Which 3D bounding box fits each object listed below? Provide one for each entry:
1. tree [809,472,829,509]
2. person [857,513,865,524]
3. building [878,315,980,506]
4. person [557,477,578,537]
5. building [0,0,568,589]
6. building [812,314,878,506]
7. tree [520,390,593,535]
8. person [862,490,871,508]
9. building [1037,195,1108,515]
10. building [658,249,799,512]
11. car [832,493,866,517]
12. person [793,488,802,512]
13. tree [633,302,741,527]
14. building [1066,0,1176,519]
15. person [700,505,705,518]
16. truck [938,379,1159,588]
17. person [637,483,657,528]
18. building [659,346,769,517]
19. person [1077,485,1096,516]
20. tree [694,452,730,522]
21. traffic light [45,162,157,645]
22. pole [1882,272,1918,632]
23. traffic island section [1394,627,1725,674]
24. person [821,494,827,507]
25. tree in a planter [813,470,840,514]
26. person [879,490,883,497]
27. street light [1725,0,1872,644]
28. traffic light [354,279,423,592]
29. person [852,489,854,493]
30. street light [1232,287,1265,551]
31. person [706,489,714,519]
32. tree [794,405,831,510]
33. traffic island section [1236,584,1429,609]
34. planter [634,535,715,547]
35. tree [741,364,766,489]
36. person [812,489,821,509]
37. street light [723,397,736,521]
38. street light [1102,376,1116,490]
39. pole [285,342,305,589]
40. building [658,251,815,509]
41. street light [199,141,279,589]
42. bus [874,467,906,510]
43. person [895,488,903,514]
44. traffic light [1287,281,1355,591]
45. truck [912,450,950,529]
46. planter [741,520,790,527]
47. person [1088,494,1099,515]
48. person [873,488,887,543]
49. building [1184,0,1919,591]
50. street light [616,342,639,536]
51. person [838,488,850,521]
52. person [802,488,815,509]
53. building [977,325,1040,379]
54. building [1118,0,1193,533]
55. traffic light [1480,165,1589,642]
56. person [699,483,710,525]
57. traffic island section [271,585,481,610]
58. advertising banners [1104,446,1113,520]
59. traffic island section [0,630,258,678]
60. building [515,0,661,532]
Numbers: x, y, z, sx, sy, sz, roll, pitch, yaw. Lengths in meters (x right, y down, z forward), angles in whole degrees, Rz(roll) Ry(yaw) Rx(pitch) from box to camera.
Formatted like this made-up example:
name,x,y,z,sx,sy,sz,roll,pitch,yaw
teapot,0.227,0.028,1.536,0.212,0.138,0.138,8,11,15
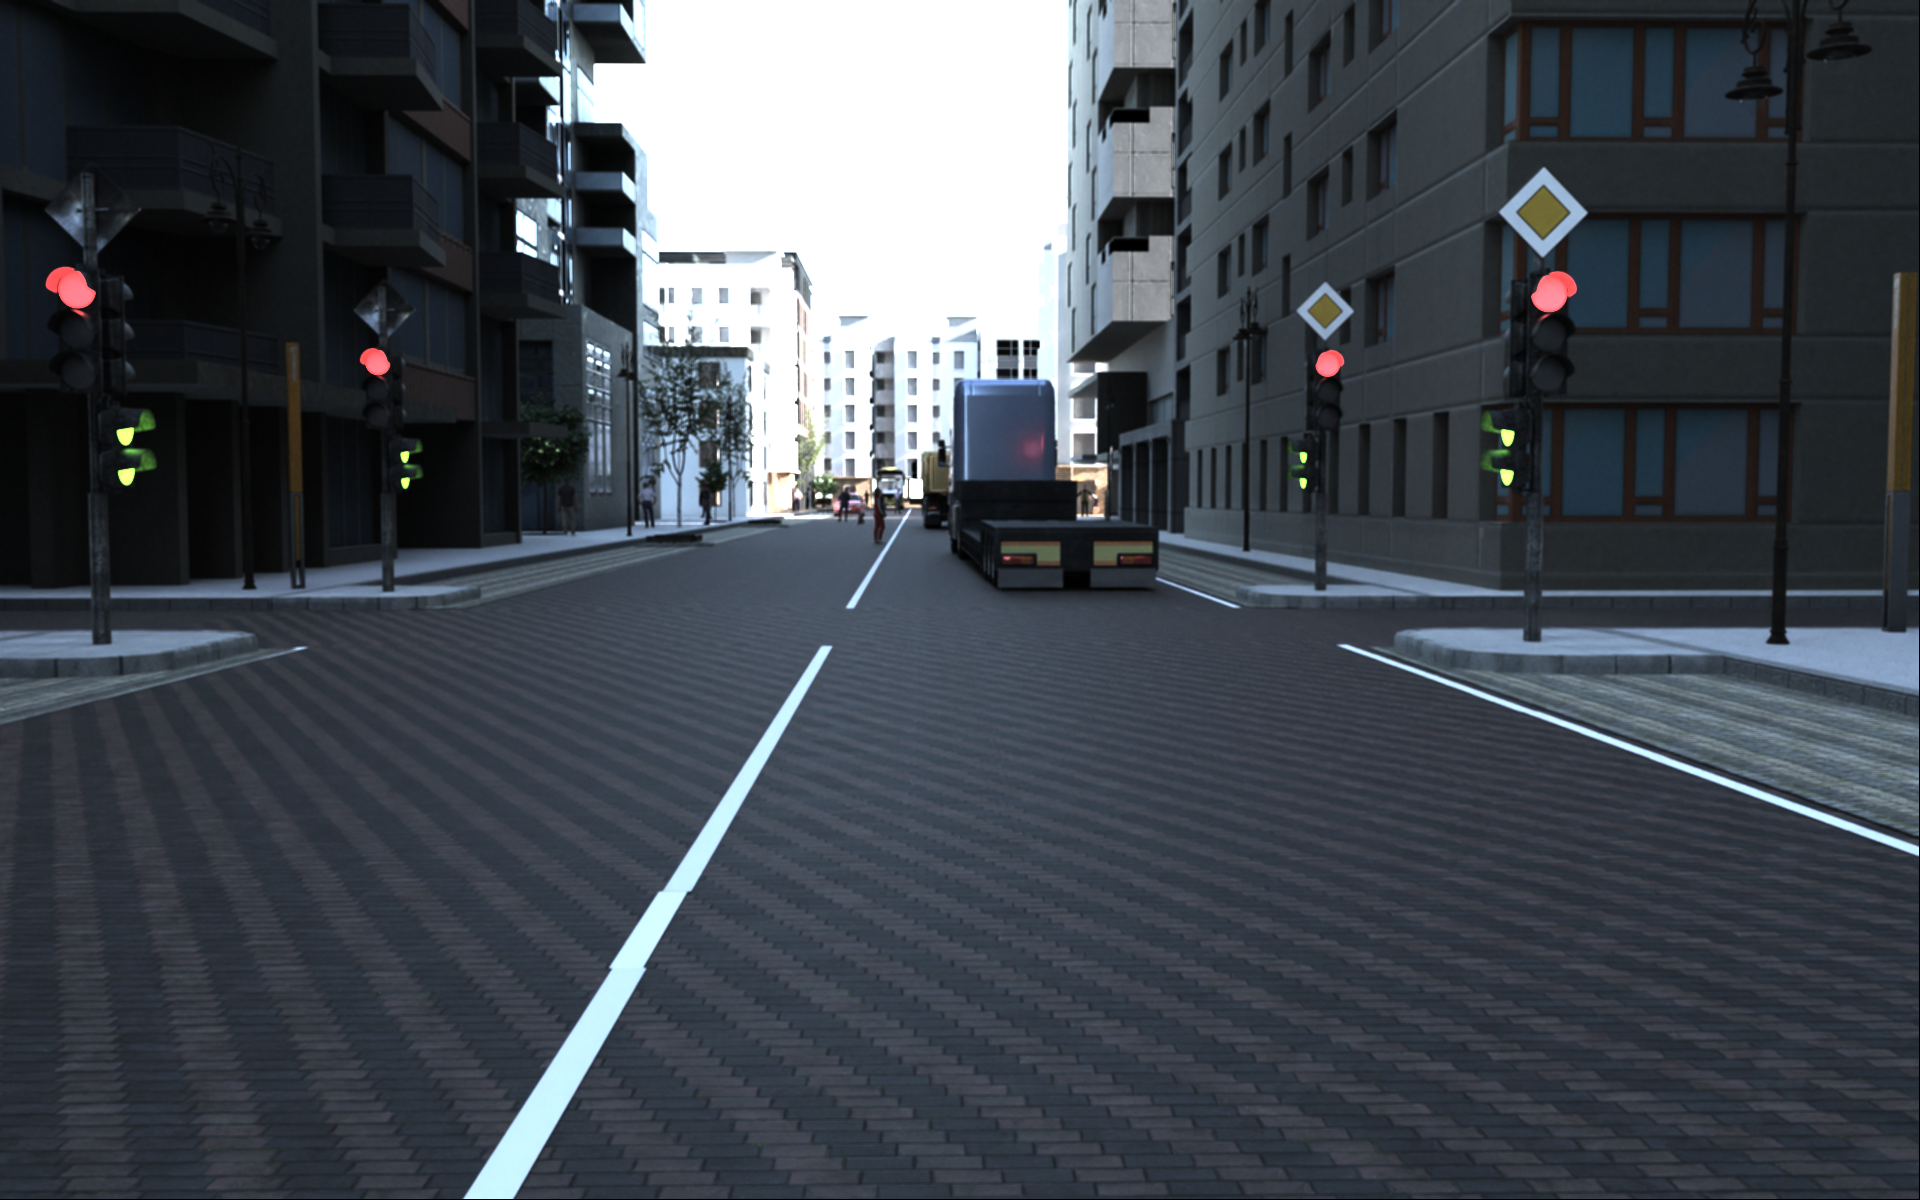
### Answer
name,x,y,z,sx,sy,sz,roll,pitch,yaw
tree,-12.597,-9.701,153.220,1.663,3.219,1.824,0,3,0
person,-4.719,-3.863,82.140,0.357,0.543,0.381,1,4,12
building,-3.714,-20.376,189.562,11.380,20.091,16.016,0,4,-1
person,-11.808,-2.813,52.166,0.598,1.807,0.434,0,4,2
building,-20.843,-23.280,35.249,22.147,44.769,28.867,0,4,-1
building,-15.143,-20.322,188.684,11.380,20.091,16.016,0,4,-1
tree,-13.218,-4.348,54.796,4.285,4.588,4.351,0,3,0
person,-9.311,-10.099,173.636,1.348,1.822,0.705,2,4,25
building,13.176,-15.673,112.675,16.016,20.091,11.380,0,4,-1
building,-20.375,-16.832,131.620,16.016,20.091,11.380,0,4,-1
car,-7.073,-6.239,111.041,2.155,1.783,4.494,0,4,1
person,-11.636,-7.122,123.422,0.756,1.711,0.436,3,4,36
tree,-10.896,-7.143,67.147,4.360,8.622,3.978,0,3,0
building,19.637,-30.243,83.711,28.713,52.752,27.495,0,4,-1
person,-13.872,-5.348,94.410,0.541,1.710,0.530,2,4,35
truck,1.306,-2.753,34.766,2.967,4.110,18.799,0,4,-3
person,-11.995,-3.630,66.325,0.756,1.711,0.436,-1,4,-11
building,-16.895,-10.407,112.306,9.099,9.664,28.070,0,4,-1
person,7.228,-5.758,100.280,1.348,1.812,0.705,0,4,8
tree,-11.337,-5.179,79.275,1.663,3.219,1.824,0,3,0
traffic light,-7.324,-1.577,14.699,0.839,4.253,0.868,0,4,-1
pole,8.706,-1.358,16.046,0.158,3.312,0.155,0,3,0
traffic island section,5.014,0.438,15.112,2.009,0.180,2.903,0,4,-1
person,-13.416,-10.067,171.153,0.721,1.766,1.217,2,4,24
tree in a planter,-9.579,-7.812,124.942,1.991,3.239,1.994,0,4,-1
person,-6.426,-7.869,137.870,0.721,1.743,1.217,0,4,-6
street light,7.017,-2.562,14.680,0.468,5.910,1.993,0,4,-1
traffic light,-7.508,-2.065,22.682,0.839,4.253,0.868,0,4,-1
person,-8.922,-8.342,144.827,1.348,1.831,0.705,-3,5,-43
street light,6.435,-4.034,38.748,0.468,5.910,1.993,0,4,-1
person,-12.872,-4.944,88.937,0.319,1.574,0.516,-2,4,-33
tree,-12.532,-11.762,142.672,4.737,8.622,4.395,0,3,0
traffic island section,4.830,-0.050,23.095,2.009,0.180,2.903,0,4,-1
planter,-7.781,-1.610,47.461,1.991,0.319,1.994,0,4,-1
tree,-12.243,-8.711,92.795,4.360,8.622,3.978,0,3,0
person,-12.558,-8.730,149.304,1.217,1.766,0.721,-1,4,-9
street light,-11.016,-6.731,82.839,0.468,5.910,1.993,0,4,-1
street light,5.847,-5.827,68.067,0.468,5.910,1.993,0,4,-1
pole,-8.990,-1.809,23.419,0.158,3.312,0.155,0,3,0
building,-30.334,-19.303,159.573,32.646,21.610,27.936,0,4,-1
street light,-9.586,-3.083,23.191,0.468,5.910,1.993,0,4,-1
bus,-6.463,-10.442,162.270,2.896,3.916,12.252,0,4,-1
person,-4.395,-7.134,125.017,0.709,1.838,0.599,-3,5,-44
traffic light,4.790,-2.083,22.980,0.839,4.253,0.868,0,4,-1
truck,-0.331,-4.844,75.115,3.469,3.379,9.791,0,4,-2
planter,-8.420,-3.296,75.033,1.991,0.319,1.994,0,4,-1
person,8.068,-5.886,105.474,0.799,1.438,0.628,-3,5,-40
person,-2.331,-2.458,50.393,0.444,1.614,0.593,0,4,5
building,21.312,-11.710,36.497,28.899,21.520,27.650,0,4,-1
street light,-10.124,-4.898,52.867,0.468,5.910,1.993,0,4,-1
person,-6.099,-4.996,90.630,0.683,1.767,0.568,-1,4,-16
person,-12.772,-8.527,145.470,1.348,1.823,0.705,-2,4,-30
building,17.705,-19.816,190.441,31.486,18.905,16.747,0,4,-1
building,16.969,-37.971,59.073,20.563,71.187,20.611,0,4,-1
traffic light,4.974,-1.595,14.997,0.839,4.253,0.868,0,4,-1
person,-10.613,-3.984,72.008,0.431,1.722,0.655,-1,4,-13
traffic island section,-7.548,-0.033,22.816,2.009,0.180,2.903,0,4,-1
advertising banners,5.496,-4.156,64.135,0.090,3.025,2.074,0,4,-2
traffic island section,-7.364,0.456,14.833,2.009,0.180,2.903,0,4,-1
building,-24.356,-46.428,71.766,22.319,86.520,31.000,0,4,-1
